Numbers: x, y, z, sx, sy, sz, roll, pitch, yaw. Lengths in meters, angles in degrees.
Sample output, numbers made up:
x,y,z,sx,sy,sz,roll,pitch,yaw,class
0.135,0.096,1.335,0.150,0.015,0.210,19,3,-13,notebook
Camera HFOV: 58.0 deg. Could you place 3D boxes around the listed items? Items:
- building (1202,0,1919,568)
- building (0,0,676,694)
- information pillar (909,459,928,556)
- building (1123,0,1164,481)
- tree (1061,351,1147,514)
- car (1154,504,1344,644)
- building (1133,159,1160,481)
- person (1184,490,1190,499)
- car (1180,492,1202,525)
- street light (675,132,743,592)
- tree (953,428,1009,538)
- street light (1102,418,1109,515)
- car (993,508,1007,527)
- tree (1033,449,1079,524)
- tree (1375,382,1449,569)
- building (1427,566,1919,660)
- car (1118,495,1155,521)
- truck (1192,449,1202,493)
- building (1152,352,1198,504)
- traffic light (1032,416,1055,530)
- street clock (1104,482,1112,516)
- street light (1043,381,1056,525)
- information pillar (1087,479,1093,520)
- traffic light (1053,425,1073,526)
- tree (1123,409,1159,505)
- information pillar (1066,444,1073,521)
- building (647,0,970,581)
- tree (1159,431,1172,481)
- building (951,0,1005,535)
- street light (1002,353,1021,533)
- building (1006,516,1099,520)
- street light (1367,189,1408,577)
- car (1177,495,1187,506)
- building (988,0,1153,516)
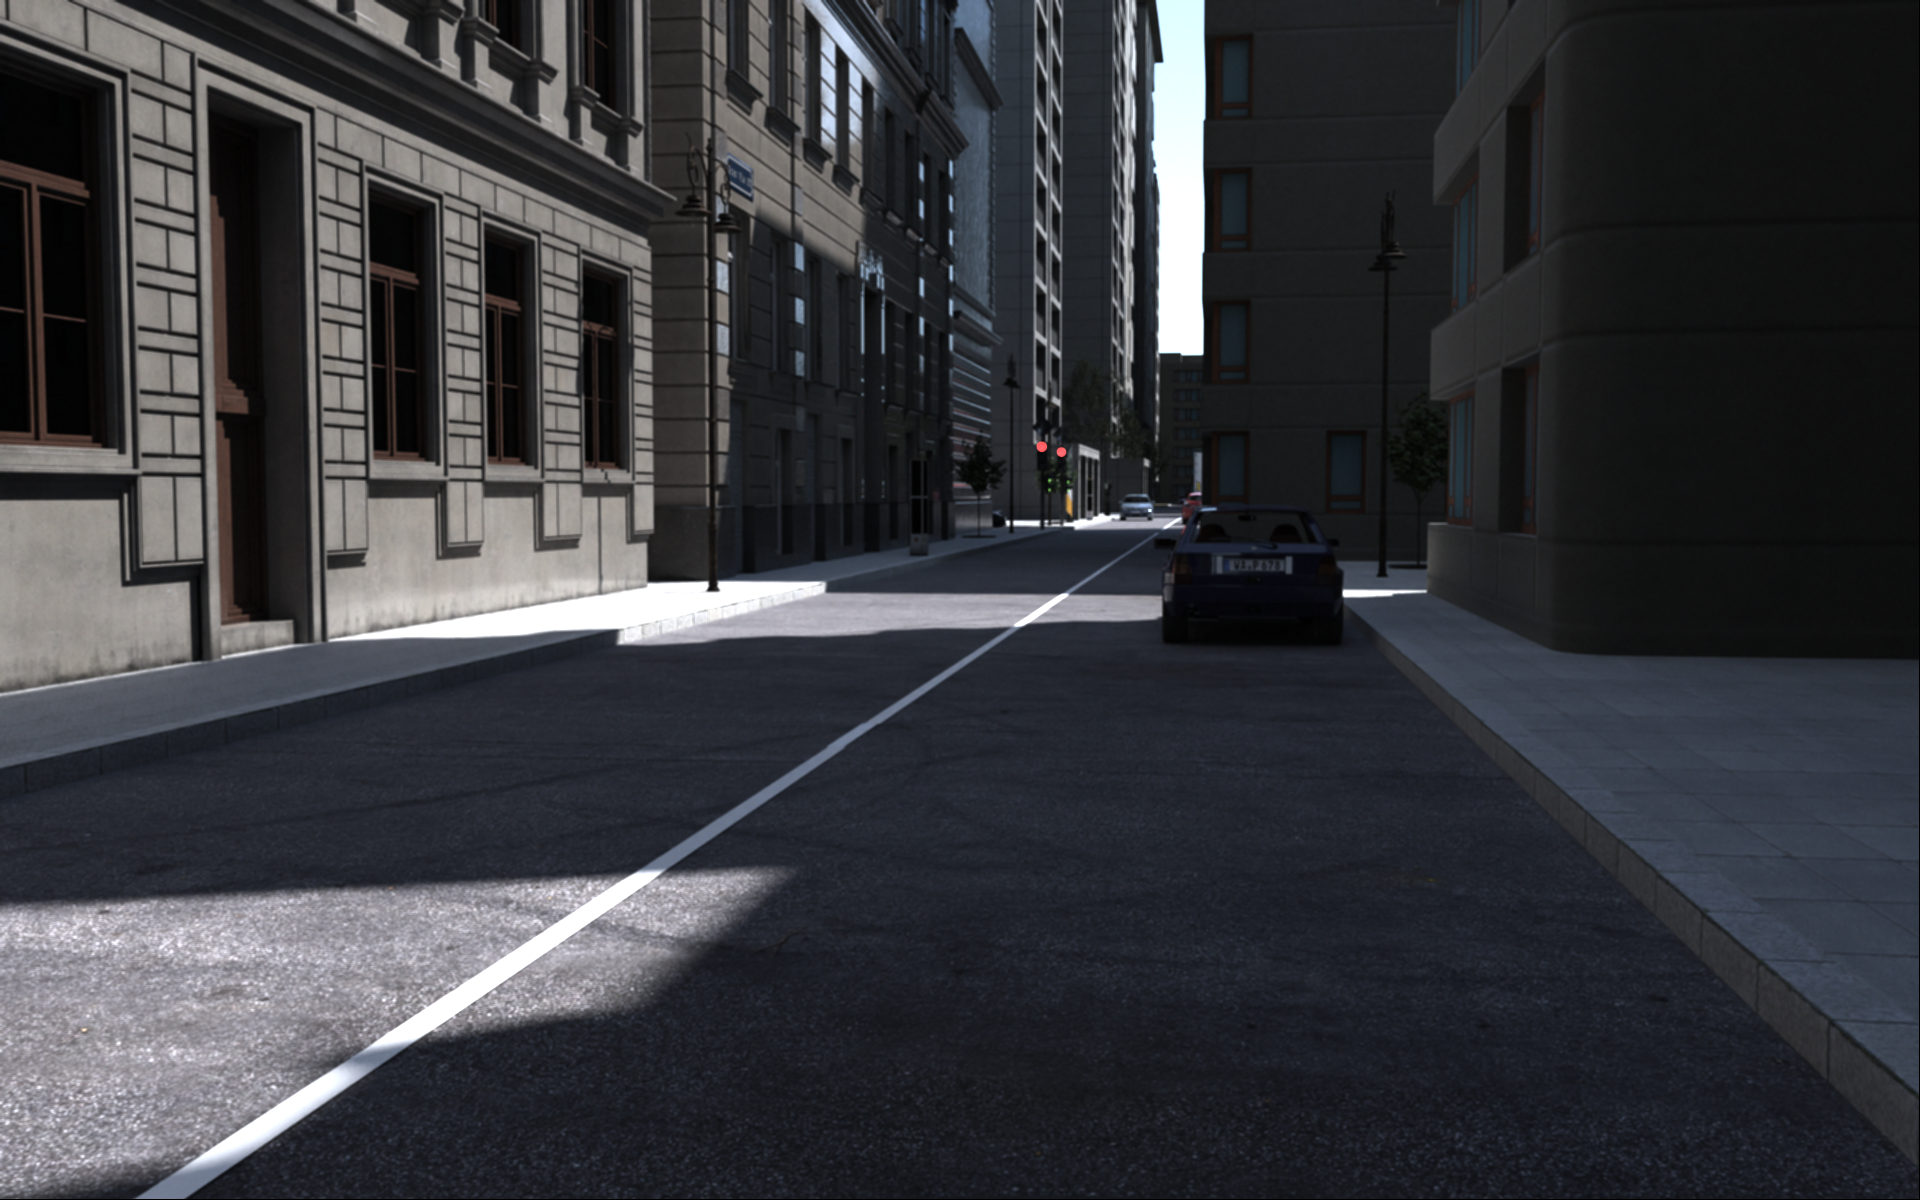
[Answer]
x,y,z,sx,sy,sz,roll,pitch,yaw,class
20.420,-12.237,45.110,27.650,21.520,28.899,1,4,8,building
-10.613,-10.890,14.209,11.583,22.565,21.152,1,4,8,building
-0.853,-1.929,36.026,0.304,2.012,0.304,1,4,21,information pillar
7.029,-36.549,186.813,28.713,52.752,27.495,1,4,8,building
8.751,-10.929,113.102,7.601,10.594,8.767,1,4,12,tree
2.976,-0.328,17.945,1.945,1.354,3.894,0,4,8,car
17.573,-32.434,213.887,14.086,41.232,14.154,1,4,8,building
26.817,-11.929,203.166,0.705,1.869,1.348,-3,5,-43,person
11.558,-4.509,82.768,2.155,1.783,4.494,1,4,9,car
-3.251,-3.049,22.641,0.468,5.910,1.993,1,4,8,street light
0.683,-3.454,51.070,1.663,3.219,1.824,0,3,0,tree
8.808,-8.079,104.883,0.468,5.910,1.993,1,4,8,street light
-0.281,-3.541,67.680,4.222,1.686,2.009,1,4,8,car
3.994,-4.842,73.776,1.663,3.219,1.824,0,3,0,tree
8.083,-2.160,29.924,1.663,3.219,1.824,0,3,0,tree
17.670,-9.827,5.708,27.650,21.520,28.899,1,4,8,building
9.708,-5.082,95.085,2.014,1.417,4.499,0,4,7,car
16.455,-7.553,112.405,2.839,4.237,11.283,0,4,8,truck
19.759,-24.339,242.977,28.899,21.520,27.650,1,4,8,building
2.995,-4.499,62.483,0.839,4.253,0.868,1,4,8,traffic light
8.637,-5.901,101.059,0.358,2.002,0.471,-2,4,-25,street clock
3.669,-5.989,70.703,0.468,5.910,1.993,1,4,8,street light
6.329,-4.888,84.409,0.304,2.012,0.304,0,4,8,information pillar
4.164,-4.982,70.383,0.839,4.253,0.868,1,4,8,traffic light
13.743,-11.733,142.198,4.737,8.622,4.395,0,3,0,tree
5.093,-5.471,80.797,0.183,3.616,0.504,2,4,32,information pillar
-7.480,-14.687,37.389,12.463,27.353,25.104,1,4,8,building
22.729,-15.438,202.770,4.737,8.622,4.395,0,3,0,tree
-8.658,-14.057,58.717,19.941,23.489,11.050,1,4,8,building
1.698,-5.144,56.892,0.468,5.910,1.993,1,4,8,street light
-2.798,-40.102,93.919,20.563,71.187,20.611,1,4,8,building
6.538,-3.293,26.634,0.468,5.910,1.993,1,4,8,street light
27.986,-12.426,215.738,1.945,1.354,3.894,0,4,7,car
3.832,-42.100,126.586,20.563,71.187,20.611,1,4,8,building
